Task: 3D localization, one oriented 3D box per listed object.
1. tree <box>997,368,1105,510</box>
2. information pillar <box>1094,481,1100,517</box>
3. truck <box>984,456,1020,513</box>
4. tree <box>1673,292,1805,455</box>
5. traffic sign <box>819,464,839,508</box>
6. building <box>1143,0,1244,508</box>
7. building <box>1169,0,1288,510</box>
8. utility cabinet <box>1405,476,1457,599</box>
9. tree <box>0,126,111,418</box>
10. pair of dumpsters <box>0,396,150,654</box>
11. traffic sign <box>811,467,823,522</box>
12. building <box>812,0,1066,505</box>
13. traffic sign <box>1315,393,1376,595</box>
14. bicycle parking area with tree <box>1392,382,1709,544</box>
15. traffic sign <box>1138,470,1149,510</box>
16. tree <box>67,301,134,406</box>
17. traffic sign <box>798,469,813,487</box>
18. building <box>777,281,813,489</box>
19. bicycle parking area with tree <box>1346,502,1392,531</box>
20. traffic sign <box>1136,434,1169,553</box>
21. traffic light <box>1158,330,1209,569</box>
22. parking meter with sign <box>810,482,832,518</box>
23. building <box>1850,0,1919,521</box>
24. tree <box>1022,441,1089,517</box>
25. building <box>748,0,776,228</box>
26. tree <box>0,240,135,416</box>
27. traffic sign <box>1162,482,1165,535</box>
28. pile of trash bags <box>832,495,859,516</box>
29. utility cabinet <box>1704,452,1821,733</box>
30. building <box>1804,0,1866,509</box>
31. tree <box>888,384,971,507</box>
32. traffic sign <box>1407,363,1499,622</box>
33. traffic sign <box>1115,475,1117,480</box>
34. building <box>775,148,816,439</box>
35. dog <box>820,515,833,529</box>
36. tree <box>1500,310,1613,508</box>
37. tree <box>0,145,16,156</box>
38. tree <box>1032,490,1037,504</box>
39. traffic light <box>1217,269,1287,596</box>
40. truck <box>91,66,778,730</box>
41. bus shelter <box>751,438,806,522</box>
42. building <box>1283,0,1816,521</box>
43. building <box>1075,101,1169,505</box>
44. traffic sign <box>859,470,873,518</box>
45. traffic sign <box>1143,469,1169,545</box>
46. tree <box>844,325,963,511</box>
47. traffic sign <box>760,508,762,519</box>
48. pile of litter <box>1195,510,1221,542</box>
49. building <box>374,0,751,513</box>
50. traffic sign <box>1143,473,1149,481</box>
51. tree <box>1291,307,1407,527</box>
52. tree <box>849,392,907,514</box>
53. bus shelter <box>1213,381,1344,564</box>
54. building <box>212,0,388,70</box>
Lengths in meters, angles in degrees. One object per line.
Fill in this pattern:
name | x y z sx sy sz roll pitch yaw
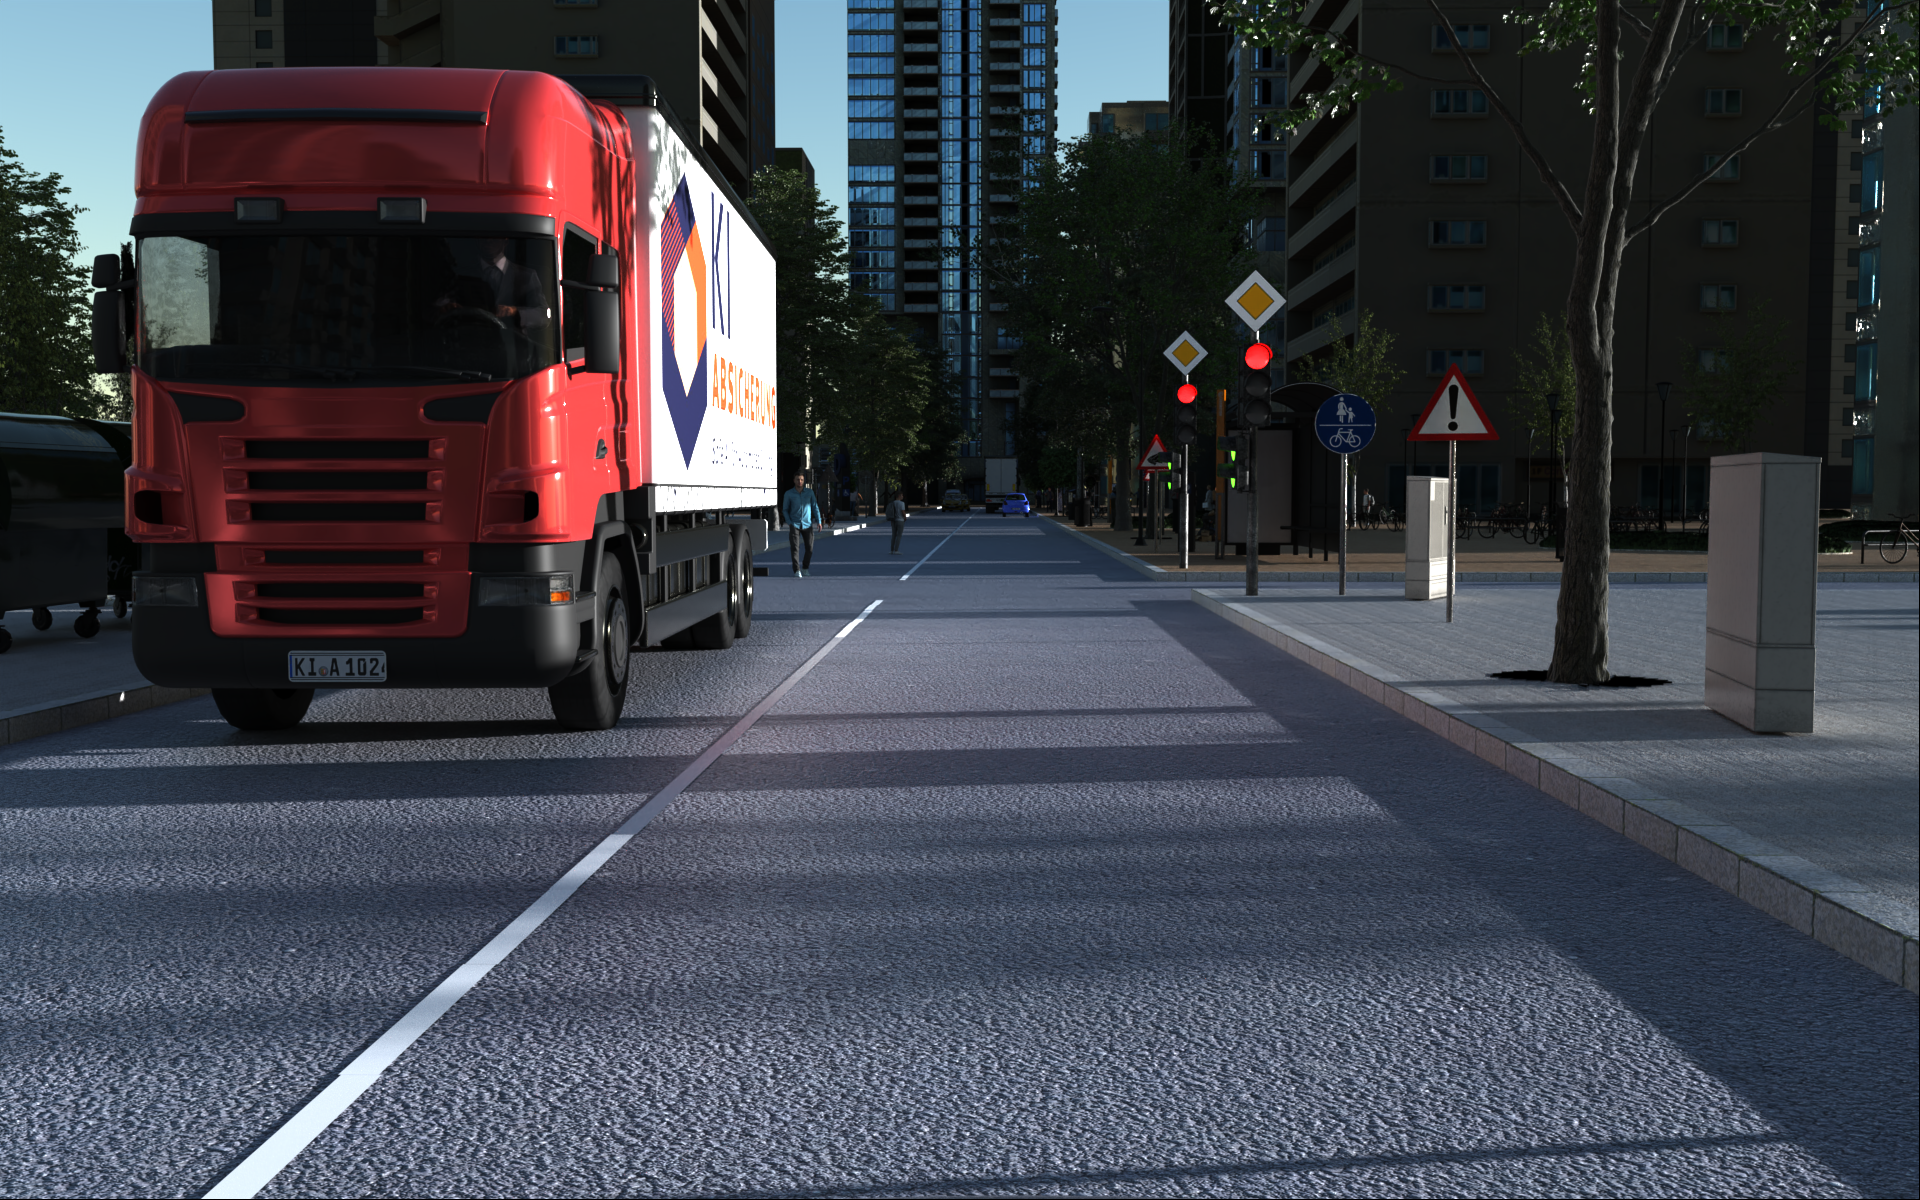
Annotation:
tree | 7.817 -13.883 143.992 9.611 12.733 9.660 0 3 0
information pillar | 7.636 -5.626 96.473 0.304 2.012 0.304 1 4 14
truck | 3.176 -8.726 131.576 2.839 4.237 11.283 0 4 2
tree | 28.149 -6.867 62.646 4.737 8.622 4.395 0 3 0
traffic sign | -5.692 -4.583 74.941 0.884 2.594 0.081 1 4 9
building | 27.937 -43.971 157.177 20.563 71.187 20.611 0 4 1
building | 28.829 -50.046 130.928 22.319 86.520 31.000 0 4 1
utility cabinet | 5.798 -0.770 21.269 0.318 1.500 1.173 2 4 30
tree | -30.162 -8.236 52.779 7.486 12.596 7.792 0 3 0
pair of dumpsters | -8.205 -0.814 15.803 1.574 2.255 4.437 0 4 1
traffic sign | -6.689 -4.912 80.419 0.768 2.556 0.104 1 4 11
building | -1.409 -54.829 209.120 31.000 86.520 22.319 0 4 1
traffic sign | 4.867 -1.337 21.972 0.768 2.556 0.104 0 4 2
bicycle parking area with tree | 17.300 -3.667 46.964 9.016 4.147 8.231 0 4 1
traffic sign | 7.718 -4.349 71.220 0.768 2.556 0.104 0 4 3
tree | -30.963 -6.973 64.367 4.360 8.622 3.978 0 3 0
traffic sign | -6.305 -4.195 70.720 0.606 2.300 0.079 0 4 6
building | -29.253 -19.074 156.895 28.899 21.520 27.650 0 4 1
bicycle parking area with tree | 18.400 -4.501 60.586 9.016 4.147 8.231 -2 4 -35
traffic sign | 4.265 -2.303 37.660 0.884 2.594 0.081 0 4 5
traffic light | 3.842 -2.500 29.789 0.839 4.253 0.868 0 4 1
parking meter with sign | -7.290 -5.930 93.223 1.738 3.016 0.543 -1 4 -22
building | 46.076 -26.547 53.645 30.456 49.044 23.786 0 4 1
tree | 5.938 -7.058 99.116 4.285 4.588 4.351 0 3 0
building | -22.150 -29.666 135.147 14.600 45.320 14.200 0 4 1
tree | -46.694 -11.608 91.610 13.155 14.587 18.604 -2 4 -35
traffic sign | 6.331 -3.291 53.908 0.768 2.556 0.104 0 4 3
pile of trash bags | -6.958 -5.564 100.723 1.912 1.369 3.447 -1 4 -9
utility cabinet | 4.487 -0.062 9.701 0.318 1.500 1.173 1 4 11
building | 70.863 -43.976 157.265 20.611 71.187 20.563 0 4 1
tree | -3.580 -15.623 172.440 9.611 12.733 9.660 0 3 0
traffic sign | 4.900 -1.056 17.265 0.884 2.594 0.081 1 4 10
traffic sign | 9.372 -6.121 100.183 0.768 2.556 0.104 1 4 10
building | -24.867 -32.045 207.525 14.086 41.232 14.154 0 4 1
dog | -4.996 -2.918 64.543 0.406 0.507 0.540 1 4 9
tree | 23.828 -7.222 68.438 4.737 8.622 4.395 0 3 0
tree | -20.165 -5.134 34.305 4.737 8.622 4.395 0 3 0
tree | 8.036 -11.445 181.730 1.663 3.219 1.824 0 3 0
traffic light | 3.676 -2.011 21.806 0.839 4.253 0.868 0 4 1
truck | -3.264 -1.529 13.910 2.839 4.237 11.283 0 3 0
bus shelter | -7.763 -5.105 74.752 1.731 3.624 6.357 0 4 1
building | 29.629 -28.582 91.024 21.300 48.544 21.600 0 4 1
building | 29.333 -36.148 210.632 30.456 49.044 23.786 0 4 1
traffic sign | -4.994 -5.628 92.125 0.768 2.556 0.104 0 4 7
traffic sign | 5.089 -2.685 43.902 0.884 2.594 0.081 1 4 8
tree | -4.116 -13.711 130.829 9.857 13.997 8.962 0 3 0
traffic sign | -7.962 -4.230 69.168 0.884 2.594 0.081 1 4 10
pile of litter | 6.605 -2.026 47.092 1.176 0.858 1.719 0 4 -6
building | -26.283 -30.130 116.326 21.300 48.544 21.600 0 4 1
traffic sign | 7.635 -4.183 68.396 0.884 2.594 0.081 1 4 8
tree | 15.229 -7.185 67.843 4.737 8.622 4.395 0 3 0
tree | -5.365 -9.873 111.780 4.737 8.622 4.395 0 3 0
bus shelter | 6.286 -2.444 33.879 2.014 3.302 5.546 0 4 1
building | -53.926 -44.115 159.535 20.611 71.187 20.563 0 4 1
